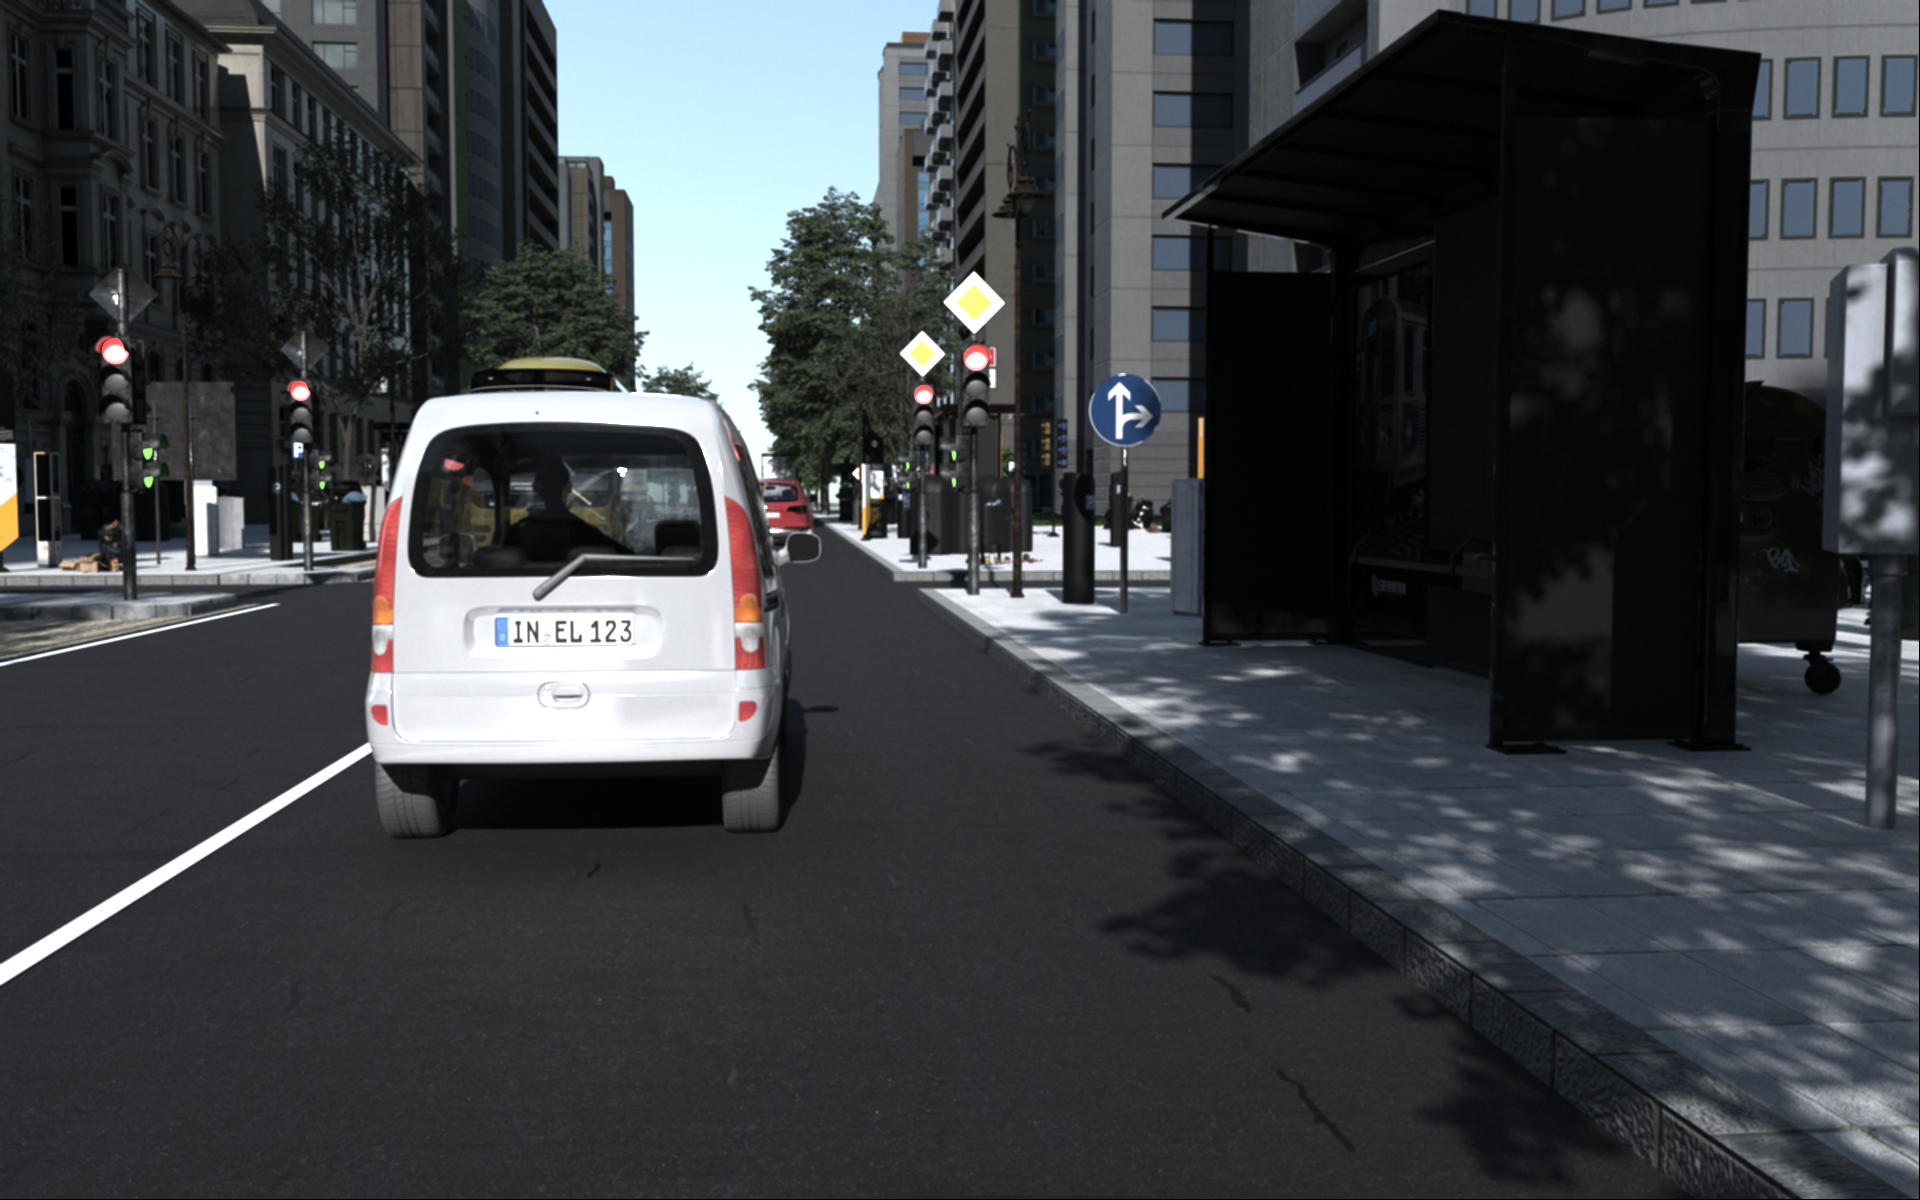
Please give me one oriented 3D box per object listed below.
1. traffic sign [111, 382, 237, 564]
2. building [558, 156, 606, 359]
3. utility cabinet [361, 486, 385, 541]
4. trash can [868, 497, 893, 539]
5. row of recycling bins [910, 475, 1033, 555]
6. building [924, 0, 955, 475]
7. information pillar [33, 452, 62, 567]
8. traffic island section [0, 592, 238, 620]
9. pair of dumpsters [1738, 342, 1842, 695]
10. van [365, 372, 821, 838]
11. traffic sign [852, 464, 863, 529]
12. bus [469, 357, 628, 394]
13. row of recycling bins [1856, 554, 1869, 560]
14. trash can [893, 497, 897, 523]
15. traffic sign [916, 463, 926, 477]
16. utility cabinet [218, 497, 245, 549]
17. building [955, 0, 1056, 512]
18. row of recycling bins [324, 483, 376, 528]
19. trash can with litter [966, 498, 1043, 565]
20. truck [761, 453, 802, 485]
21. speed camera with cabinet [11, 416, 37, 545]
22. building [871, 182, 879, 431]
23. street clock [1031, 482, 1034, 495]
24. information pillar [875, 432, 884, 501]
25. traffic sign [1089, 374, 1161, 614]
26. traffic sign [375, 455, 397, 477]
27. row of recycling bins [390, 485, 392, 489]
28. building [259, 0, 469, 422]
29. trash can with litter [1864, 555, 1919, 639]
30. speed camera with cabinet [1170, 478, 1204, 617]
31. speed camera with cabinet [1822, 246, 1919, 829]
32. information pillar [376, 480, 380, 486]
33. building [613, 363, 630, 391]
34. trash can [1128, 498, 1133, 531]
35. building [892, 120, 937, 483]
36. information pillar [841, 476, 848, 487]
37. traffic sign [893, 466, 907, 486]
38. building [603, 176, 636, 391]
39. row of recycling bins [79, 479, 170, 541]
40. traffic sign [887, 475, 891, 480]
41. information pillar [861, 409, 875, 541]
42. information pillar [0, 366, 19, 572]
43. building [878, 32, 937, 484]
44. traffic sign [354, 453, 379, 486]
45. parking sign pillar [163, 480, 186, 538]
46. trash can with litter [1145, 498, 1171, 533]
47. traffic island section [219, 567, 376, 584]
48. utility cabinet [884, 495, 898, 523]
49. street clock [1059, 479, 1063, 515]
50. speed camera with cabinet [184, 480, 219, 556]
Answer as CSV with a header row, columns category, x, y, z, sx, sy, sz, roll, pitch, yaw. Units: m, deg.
category,x,y,z,sx,sy,sz,roll,pitch,yaw
traffic sign,-14.281,-2.299,31.464,2.265,3.308,0.079,0,4,1
building,-49.352,-31.785,203.283,14.154,41.232,14.086,0,4,-6
utility cabinet,-15.964,-2.325,46.698,1.173,1.500,0.318,3,4,36
trash can,-2.412,-2.356,50.179,0.748,1.137,0.748,0,3,0
row of recycling bins,0.328,-1.872,37.728,1.069,1.692,3.534,3,5,43
building,8.541,-32.806,155.987,23.786,49.044,30.456,0,4,-6
information pillar,-16.015,-1.586,30.423,0.304,2.012,0.304,0,4,-2
traffic island section,-10.091,0.076,21.033,2.009,0.180,2.903,0,4,-6
pair of dumpsters,4.792,-0.643,13.006,1.574,2.255,4.437,0,4,-6
van,-1.698,-0.099,8.638,2.013,2.044,4.112,0,4,-5
traffic sign,-3.581,-3.836,63.909,0.795,2.450,0.064,0,4,3
bus,-7.826,-2.640,34.718,2.896,3.916,12.252,0,4,-8
row of recycling bins,18.799,-1.645,34.009,3.534,1.692,1.069,0,4,-8
trash can,-3.065,-3.785,73.546,0.748,1.137,0.748,0,3,0
traffic sign,-1.606,-3.912,63.971,0.884,2.594,0.081,0,4,-5
utility cabinet,-17.201,-1.815,40.836,0.306,1.237,1.020,-3,5,-44
building,11.292,-30.977,130.168,21.300,48.544,21.600,0,4,-6
row of recycling bins,-23.923,-3.606,66.073,3.534,1.692,1.069,0,4,-7
trash can with litter,0.903,-1.305,32.387,1.678,1.210,2.233,3,5,39
truck,-12.836,-8.288,124.414,2.839,4.237,11.283,0,4,-5
speed camera with cabinet,-24.302,-3.039,44.031,2.038,3.252,0.660,1,4,20
building,-1.765,-38.575,254.409,21.300,48.544,21.600,0,4,-6
street clock,4.279,-6.145,105.045,0.358,2.002,0.471,1,4,21
information pillar,-2.964,-4.290,61.492,0.504,3.616,0.183,-1,4,-19
traffic sign,1.755,-1.124,18.487,0.768,2.556,0.104,0,4,1
traffic sign,-18.121,-3.330,54.548,0.768,2.556,0.104,0,4,0
row of recycling bins,-24.989,-4.134,74.699,1.069,1.692,3.534,2,4,29
building,-38.971,-25.966,108.146,14.154,41.232,14.086,0,4,-6
trash can with litter,8.450,-0.253,15.531,0.624,1.170,1.055,0,4,3
speed camera with cabinet,3.275,-1.487,18.655,2.038,3.252,0.660,-2,4,-27
speed camera with cabinet,4.391,-0.741,6.457,2.038,3.252,0.660,1,4,20
information pillar,-29.580,-5.133,88.423,0.304,2.012,0.304,2,4,23
building,-57.982,-23.212,224.561,27.650,21.520,28.899,0,4,-6
trash can,5.577,-2.933,59.608,0.748,1.137,0.748,0,3,0
building,-0.223,-34.146,208.395,14.600,45.320,14.200,0,4,-6
information pillar,-6.046,-6.070,90.591,0.504,3.616,0.183,-3,5,-41
traffic sign,-2.087,-3.598,60.957,0.606,2.300,0.079,0,4,-2
building,-53.900,-36.502,246.911,14.600,45.320,14.200,0,4,-6
row of recycling bins,-23.194,-2.507,48.109,3.534,1.692,1.069,2,4,33
traffic sign,-4.584,-6.424,105.144,0.768,2.556,0.104,0,3,0
information pillar,-2.592,-3.456,47.855,0.183,3.616,0.504,1,4,14
information pillar,-15.719,-2.260,28.314,0.504,3.616,0.183,-3,5,-42
building,-0.214,-42.035,229.273,21.231,58.520,28.212,0,4,-6
traffic sign,-18.555,-3.306,54.152,0.768,2.556,0.104,0,4,0
parking sign pillar,-22.982,-3.837,51.201,1.447,3.967,1.447,1,4,10
trash can with litter,6.734,-2.825,57.577,1.055,1.170,0.624,-1,4,-14
traffic island section,-10.914,-0.409,28.976,2.009,0.180,2.903,0,4,-6
utility cabinet,-2.908,-4.011,76.734,1.020,1.237,0.306,3,5,39
street clock,4.932,-4.758,82.359,0.358,2.002,0.471,3,4,38
speed camera with cabinet,-16.027,-2.580,36.525,0.660,3.252,2.038,-2,4,-26
